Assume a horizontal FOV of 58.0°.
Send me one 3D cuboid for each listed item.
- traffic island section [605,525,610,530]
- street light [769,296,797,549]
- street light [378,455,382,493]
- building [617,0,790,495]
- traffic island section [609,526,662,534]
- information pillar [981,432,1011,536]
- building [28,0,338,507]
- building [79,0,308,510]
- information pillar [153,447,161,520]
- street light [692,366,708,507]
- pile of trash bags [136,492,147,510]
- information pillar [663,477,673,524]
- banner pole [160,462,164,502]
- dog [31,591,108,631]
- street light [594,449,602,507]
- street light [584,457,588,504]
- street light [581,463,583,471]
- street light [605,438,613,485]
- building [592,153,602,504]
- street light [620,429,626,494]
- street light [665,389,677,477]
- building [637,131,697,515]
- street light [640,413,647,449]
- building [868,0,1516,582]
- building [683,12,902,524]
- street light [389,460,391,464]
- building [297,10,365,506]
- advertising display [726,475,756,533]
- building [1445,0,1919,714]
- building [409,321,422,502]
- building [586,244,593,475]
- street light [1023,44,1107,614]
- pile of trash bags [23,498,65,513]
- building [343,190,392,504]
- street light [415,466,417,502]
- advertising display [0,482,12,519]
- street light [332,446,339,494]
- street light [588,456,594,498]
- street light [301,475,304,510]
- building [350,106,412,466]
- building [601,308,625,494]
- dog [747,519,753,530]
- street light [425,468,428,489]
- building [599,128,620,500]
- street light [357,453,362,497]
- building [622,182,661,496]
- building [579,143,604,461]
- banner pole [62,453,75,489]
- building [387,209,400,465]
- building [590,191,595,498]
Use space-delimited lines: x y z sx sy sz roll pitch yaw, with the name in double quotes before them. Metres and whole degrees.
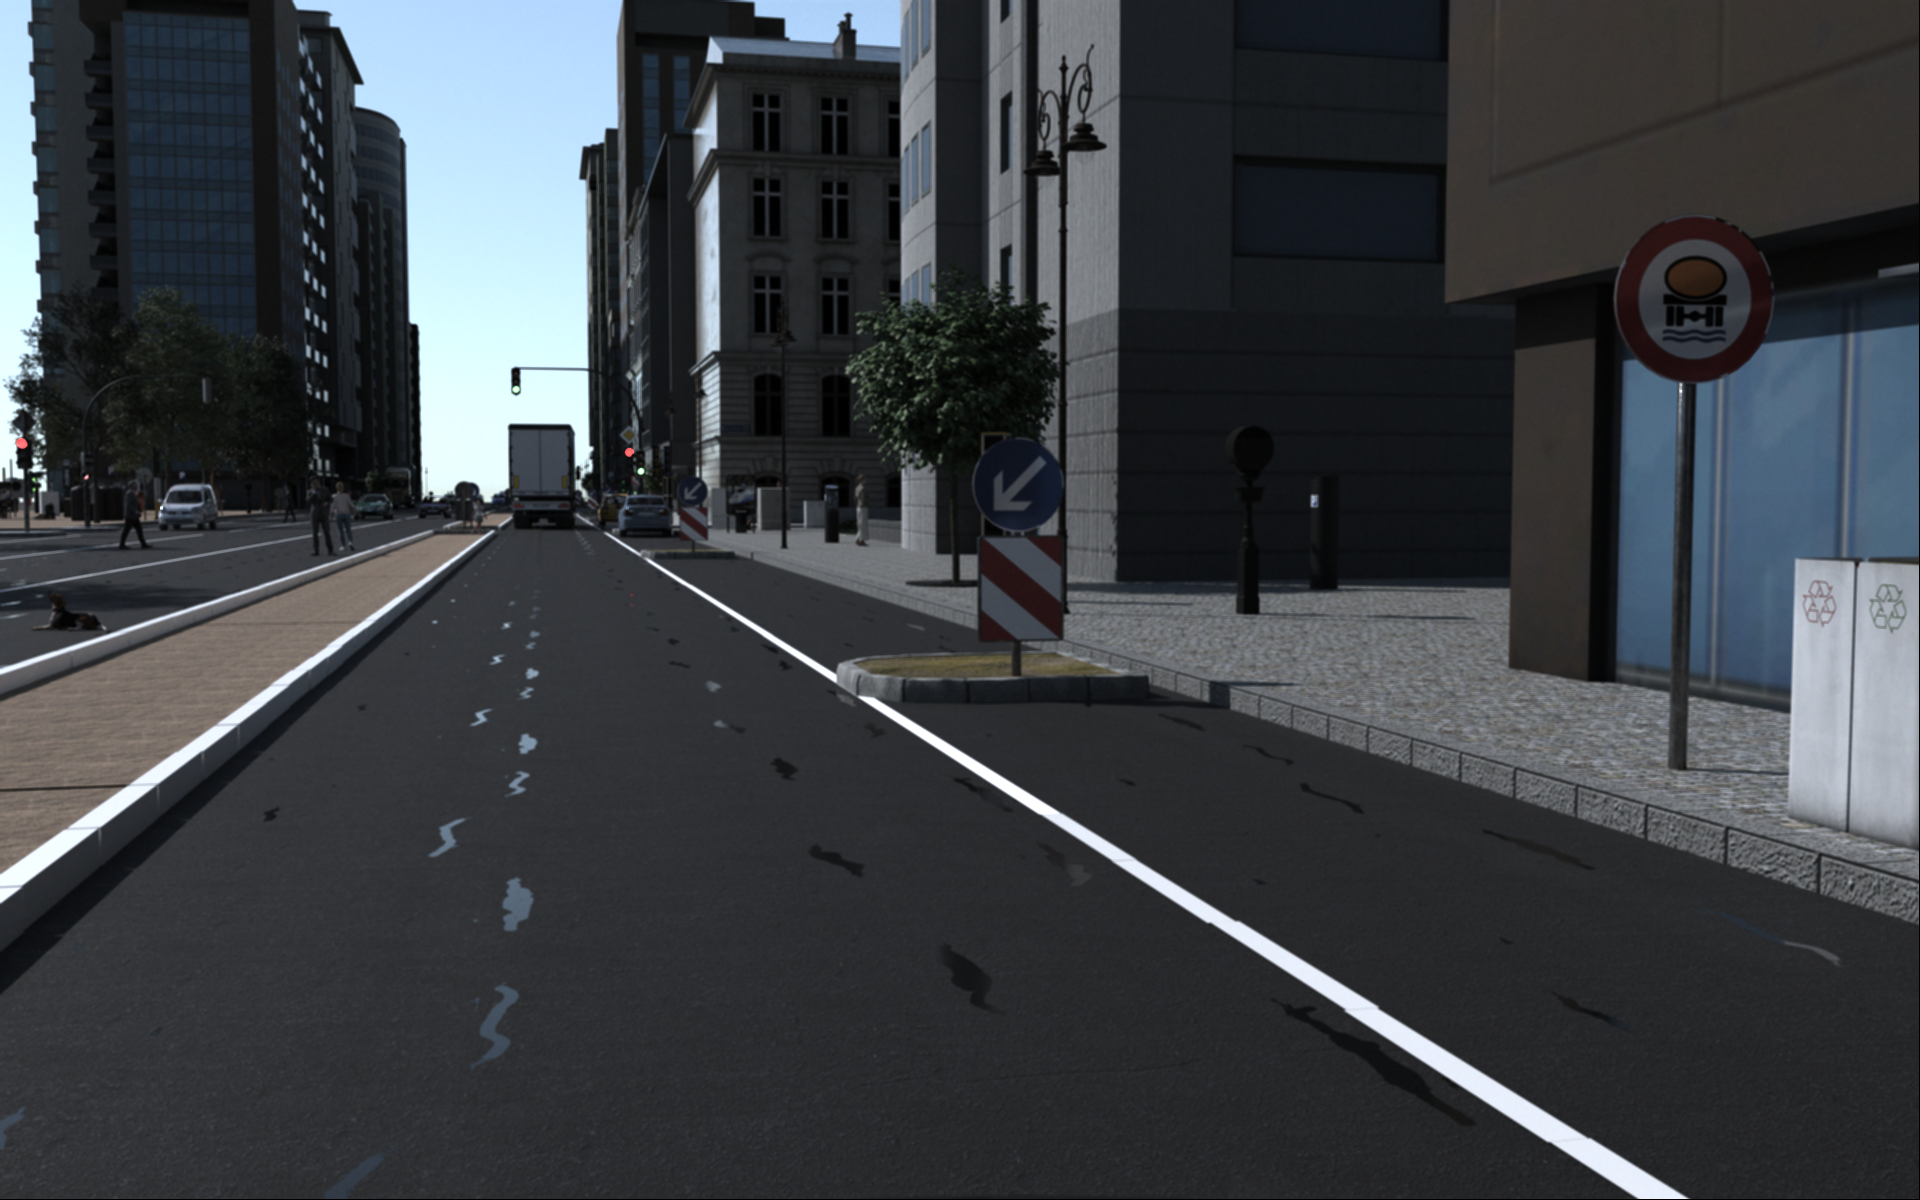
"traffic island section" -13.502 -2.980 71.002 2.009 0.180 2.903 -1 4 -13
"street light" -4.147 -4.152 40.671 0.468 5.910 1.993 -1 4 -13
"street light" -69.310 -14.326 207.012 0.468 5.910 1.993 -1 4 -13
"building" -23.227 -30.907 155.435 14.600 45.320 14.200 -1 4 -13
"traffic island section" -11.635 -2.505 63.238 2.009 0.180 2.903 -1 4 -13
"information pillar" 0.434 -0.999 20.831 0.304 2.012 0.304 1 4 12
"building" -73.024 -33.322 164.426 23.786 49.044 30.456 -1 4 -13
"building" -62.774 -30.189 143.708 14.600 45.320 14.200 -1 4 -13
"information pillar" -41.323 -5.983 89.180 0.183 3.616 0.504 0 4 4
"street light" -9.435 -5.512 62.912 0.468 5.910 1.993 -1 4 -13
"pile of trash bags" -44.524 -4.972 91.046 1.912 1.369 3.447 3 5 41
"information pillar" -12.474 -4.253 74.030 0.304 2.012 0.304 -3 5 -42
"banner pole" -62.690 -8.916 135.794 0.863 3.779 0.401 1 4 13
"dog" -9.376 0.119 18.242 0.748 0.427 0.550 3 5 39
"street light" -36.155 -12.288 173.692 0.468 5.910 1.993 -1 4 -13
"street light" -46.866 -15.008 218.163 0.468 5.910 1.993 -1 4 -13
"street light" -49.978 -15.811 231.289 0.468 5.910 1.993 -1 4 -13
"street light" -30.806 -10.928 151.465 0.468 5.910 1.993 -1 4 -13
"building" -37.004 -32.296 211.626 14.154 41.232 14.086 -1 4 -13
"street light" -23.558 -9.079 121.227 0.468 5.910 1.993 -1 4 -13
"street light" -12.706 -6.314 76.025 0.468 5.910 1.993 -1 4 -13
"building" -11.746 -17.582 106.530 14.314 24.678 30.058 -1 4 -13
"street light" -18.101 -7.696 98.618 0.468 5.910 1.993 -1 4 -13
"building" 9.222 -30.428 39.505 21.231 58.520 28.212 -1 4 -13
"building" 4.824 -16.160 83.307 34.723 24.649 14.460 -1 4 -13
"street light" -72.862 -15.210 221.464 0.468 5.910 1.993 -1 4 -13
"building" -81.843 -36.863 191.943 28.713 52.752 27.495 -1 4 -13
"advertising display" -7.231 -3.179 57.187 0.974 1.923 0.123 -1 4 -12
"building" 11.983 -21.793 6.427 14.600 45.320 14.200 -1 4 -13
"building" -95.543 -31.195 281.733 14.160 30.474 14.107 -1 4 -13
"building" -50.037 -40.786 286.455 23.786 49.044 30.456 -1 4 -13
"street light" 1.093 -2.791 18.417 0.468 5.910 1.993 -1 4 -13
"pile of trash bags" -62.445 -6.676 118.898 3.447 1.369 1.912 -3 5 -40
"building" -82.912 -33.175 226.005 14.154 41.232 14.086 -1 4 -13
"street light" -83.686 -17.964 266.496 0.468 5.910 1.993 -1 4 -13
"advertising display" -50.236 -5.246 90.984 0.123 1.923 0.974 1 4 11
"street light" -58.621 -11.607 162.556 0.468 5.910 1.993 -1 4 -13
"street light" -41.466 -13.648 195.928 0.468 5.910 1.993 -1 4 -13
"street light" -53.322 -10.246 140.317 0.468 5.910 1.993 -1 4 -13
"building" -94.528 -43.878 259.400 21.231 58.520 28.212 -1 4 -13
"building" -22.293 -20.395 178.505 27.650 21.520 28.899 -1 4 -13
"dog" -7.644 -2.668 61.353 0.748 0.427 0.550 0 4 7
"street light" -88.919 -19.325 288.750 0.468 5.910 1.993 -1 4 -13
"building" -33.335 -31.465 198.046 14.154 41.232 14.086 -1 4 -13
"street light" -63.983 -12.966 184.780 0.468 5.910 1.993 -1 4 -13
"building" -19.058 -20.554 133.327 12.463 27.353 25.104 -1 4 -13
"building" -41.512 -40.920 258.285 28.713 52.752 27.495 -1 4 -13
"banner pole" -53.964 -7.032 104.986 0.863 3.779 0.401 0 4 -7
"building" -85.724 -34.018 239.790 14.154 41.232 14.086 -1 4 -13
"building" -43.199 -33.841 236.892 14.154 41.232 14.086 -1 4 -13
